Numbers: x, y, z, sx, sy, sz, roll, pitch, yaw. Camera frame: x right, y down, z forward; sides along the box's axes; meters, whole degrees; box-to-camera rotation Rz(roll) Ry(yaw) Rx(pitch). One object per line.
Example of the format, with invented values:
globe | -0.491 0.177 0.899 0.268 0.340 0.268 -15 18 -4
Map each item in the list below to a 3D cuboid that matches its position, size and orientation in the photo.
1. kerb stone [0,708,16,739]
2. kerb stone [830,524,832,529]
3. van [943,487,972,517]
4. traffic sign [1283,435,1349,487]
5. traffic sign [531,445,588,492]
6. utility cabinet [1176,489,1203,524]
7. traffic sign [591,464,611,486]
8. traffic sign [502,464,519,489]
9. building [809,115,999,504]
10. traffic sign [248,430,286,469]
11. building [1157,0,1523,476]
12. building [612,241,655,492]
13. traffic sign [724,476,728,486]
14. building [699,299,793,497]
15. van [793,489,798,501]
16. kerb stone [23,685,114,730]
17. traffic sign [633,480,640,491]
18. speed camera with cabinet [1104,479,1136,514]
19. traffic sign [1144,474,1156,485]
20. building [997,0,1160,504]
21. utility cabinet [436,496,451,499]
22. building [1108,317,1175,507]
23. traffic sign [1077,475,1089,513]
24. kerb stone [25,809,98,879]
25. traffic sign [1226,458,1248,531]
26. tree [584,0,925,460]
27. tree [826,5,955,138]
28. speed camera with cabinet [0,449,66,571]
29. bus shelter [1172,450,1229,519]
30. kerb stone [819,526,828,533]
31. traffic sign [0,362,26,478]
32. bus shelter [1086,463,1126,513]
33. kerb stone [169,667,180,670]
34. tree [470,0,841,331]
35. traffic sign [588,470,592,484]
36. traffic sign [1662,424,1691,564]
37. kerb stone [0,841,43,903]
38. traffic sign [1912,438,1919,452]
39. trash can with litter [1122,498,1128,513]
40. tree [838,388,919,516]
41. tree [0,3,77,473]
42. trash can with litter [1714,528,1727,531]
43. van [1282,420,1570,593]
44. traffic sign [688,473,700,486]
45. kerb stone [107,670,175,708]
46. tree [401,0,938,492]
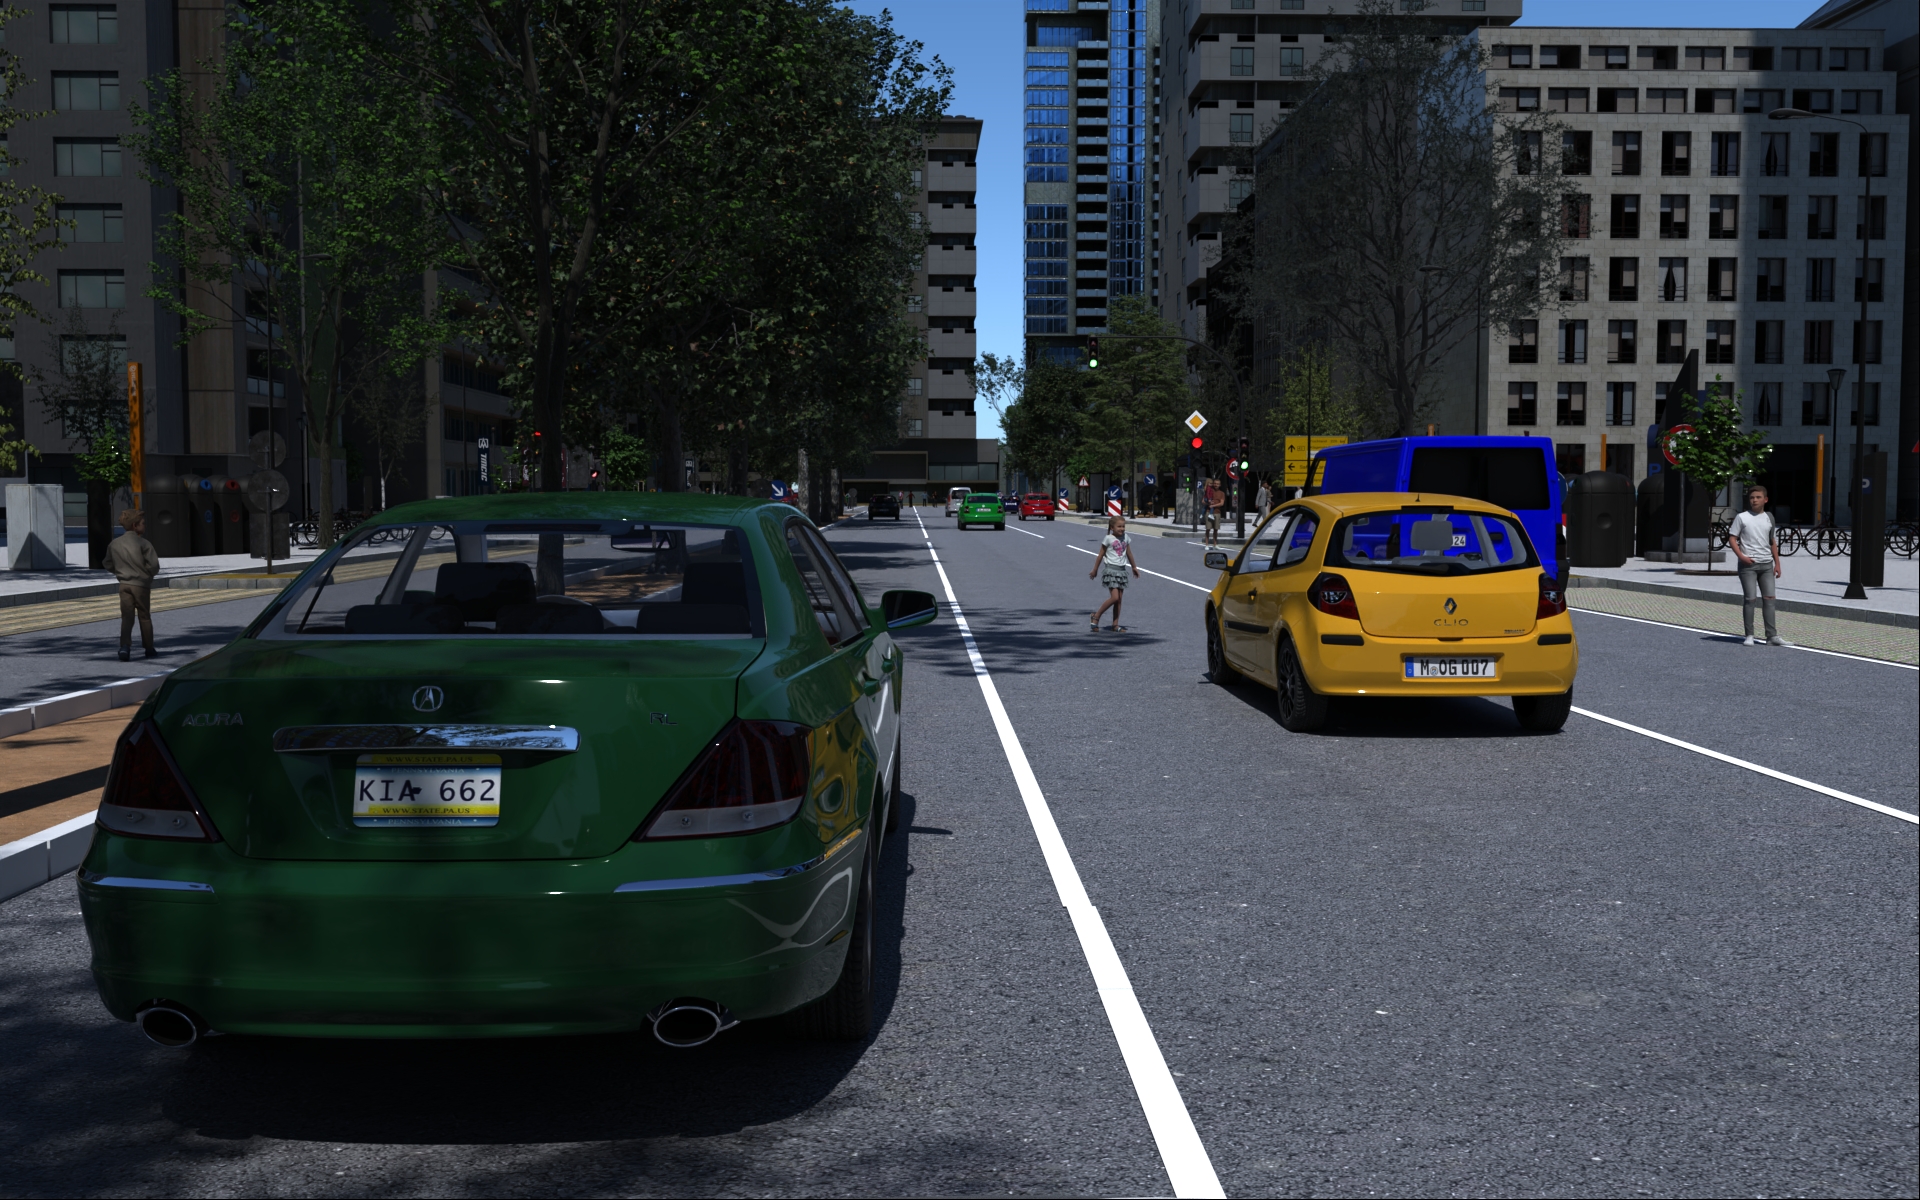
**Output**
kerb stone | -5.638 0.754 9.932 0.120 0.150 1.000 0 4 -2
kerb stone | -5.289 -2.858 68.939 0.120 0.150 1.000 0 4 -2
van | -0.040 -6.195 108.302 2.013 2.044 4.112 0 4 -3
traffic sign | 12.324 -4.044 59.997 2.265 3.308 0.079 0 4 -1
traffic sign | -15.978 -4.603 69.124 2.265 3.308 0.079 0 3 0
utility cabinet | 9.673 -3.923 72.824 1.173 1.500 0.318 3 5 40
traffic sign | -15.455 -4.559 74.549 0.884 2.594 0.081 0 4 3
traffic sign | -15.265 -3.470 58.858 0.606 2.300 0.079 0 4 6
building | -8.971 -39.832 240.497 27.495 52.752 28.713 0 4 -2
traffic sign | -13.805 -2.105 34.528 0.768 2.556 0.104 0 4 3
building | 32.945 -34.592 154.818 28.713 52.752 27.495 0 4 -2
building | -35.184 -23.330 153.139 14.160 30.474 14.107 0 4 -2
traffic sign | -16.484 -7.544 123.455 0.768 2.556 0.104 0 4 7
building | -33.564 -37.495 236.737 21.600 48.544 21.300 0 4 -2
van | -11.657 -7.378 127.642 2.013 2.044 4.112 0 4 -2
kerb stone | -5.662 0.687 10.958 0.120 0.150 1.000 0 4 -2
traffic sign | -16.714 -5.426 88.825 0.768 2.556 0.104 0 4 1
speed camera with cabinet | 9.998 -6.996 108.725 2.038 3.252 0.660 3 4 36
traffic sign | 12.039 -6.716 109.905 0.768 2.556 0.104 0 4 3
building | 20.356 -56.547 237.211 31.000 86.520 22.319 0 4 -2
utility cabinet | -17.611 -2.940 59.229 0.306 1.237 1.020 0 4 1
building | 31.229 -20.753 184.351 27.650 21.520 28.899 0 4 -2
traffic sign | 8.489 -7.292 119.224 0.884 2.594 0.081 0 4 3
kerb stone | -3.452 0.937 6.928 0.120 0.150 1.000 0 4 -2
traffic sign | 9.534 -3.636 59.553 0.768 2.556 0.104 0 4 7
tree | -5.318 -8.047 40.674 9.857 13.997 8.962 0 3 0
tree | -6.989 -12.566 63.808 12.611 20.169 13.585 0 3 0
speed camera with cabinet | -15.987 -2.150 29.487 2.038 3.252 0.660 3 5 40
bus shelter | 11.530 -5.430 82.702 2.014 3.302 5.546 0 4 -2
kerb stone | -5.204 -2.671 65.862 0.120 0.150 1.000 0 4 -2
traffic sign | -15.564 -2.012 26.765 2.265 3.308 0.079 0 4 3
bus shelter | 9.561 -7.351 114.115 2.014 3.302 5.546 0 4 -2
kerb stone | -5.731 0.562 13.010 0.120 0.150 1.000 0 4 -2
tree | -4.834 -5.639 20.416 9.928 11.665 9.643 0 3 0
traffic sign | -18.304 -5.272 86.309 0.768 2.556 0.104 0 3 0
traffic sign | 13.238 -1.936 31.757 0.768 2.556 0.104 0 4 5
kerb stone | -3.421 0.996 5.906 0.120 0.150 1.000 0 4 -2
traffic sign | 12.478 -1.342 21.954 0.884 2.594 0.081 0 4 -1
trash can with litter | 10.709 -6.598 118.935 2.233 1.210 1.678 0 4 -1
tree | -7.633 -12.099 110.645 12.009 13.543 11.850 0 3 0
tree | -14.334 -4.510 24.103 4.737 8.622 4.395 0 3 0
trash can with litter | 25.673 -2.972 59.648 2.233 1.210 1.678 -1 4 -19
van | 5.293 -0.988 20.533 2.240 2.365 5.245 0 4 -2
traffic sign | -16.137 -6.421 105.088 0.768 2.556 0.104 0 4 8
kerb stone | -5.699 0.625 11.988 0.120 0.150 1.000 0 4 -2
tree | -5.181 -6.815 30.896 9.611 12.733 9.660 0 3 0
